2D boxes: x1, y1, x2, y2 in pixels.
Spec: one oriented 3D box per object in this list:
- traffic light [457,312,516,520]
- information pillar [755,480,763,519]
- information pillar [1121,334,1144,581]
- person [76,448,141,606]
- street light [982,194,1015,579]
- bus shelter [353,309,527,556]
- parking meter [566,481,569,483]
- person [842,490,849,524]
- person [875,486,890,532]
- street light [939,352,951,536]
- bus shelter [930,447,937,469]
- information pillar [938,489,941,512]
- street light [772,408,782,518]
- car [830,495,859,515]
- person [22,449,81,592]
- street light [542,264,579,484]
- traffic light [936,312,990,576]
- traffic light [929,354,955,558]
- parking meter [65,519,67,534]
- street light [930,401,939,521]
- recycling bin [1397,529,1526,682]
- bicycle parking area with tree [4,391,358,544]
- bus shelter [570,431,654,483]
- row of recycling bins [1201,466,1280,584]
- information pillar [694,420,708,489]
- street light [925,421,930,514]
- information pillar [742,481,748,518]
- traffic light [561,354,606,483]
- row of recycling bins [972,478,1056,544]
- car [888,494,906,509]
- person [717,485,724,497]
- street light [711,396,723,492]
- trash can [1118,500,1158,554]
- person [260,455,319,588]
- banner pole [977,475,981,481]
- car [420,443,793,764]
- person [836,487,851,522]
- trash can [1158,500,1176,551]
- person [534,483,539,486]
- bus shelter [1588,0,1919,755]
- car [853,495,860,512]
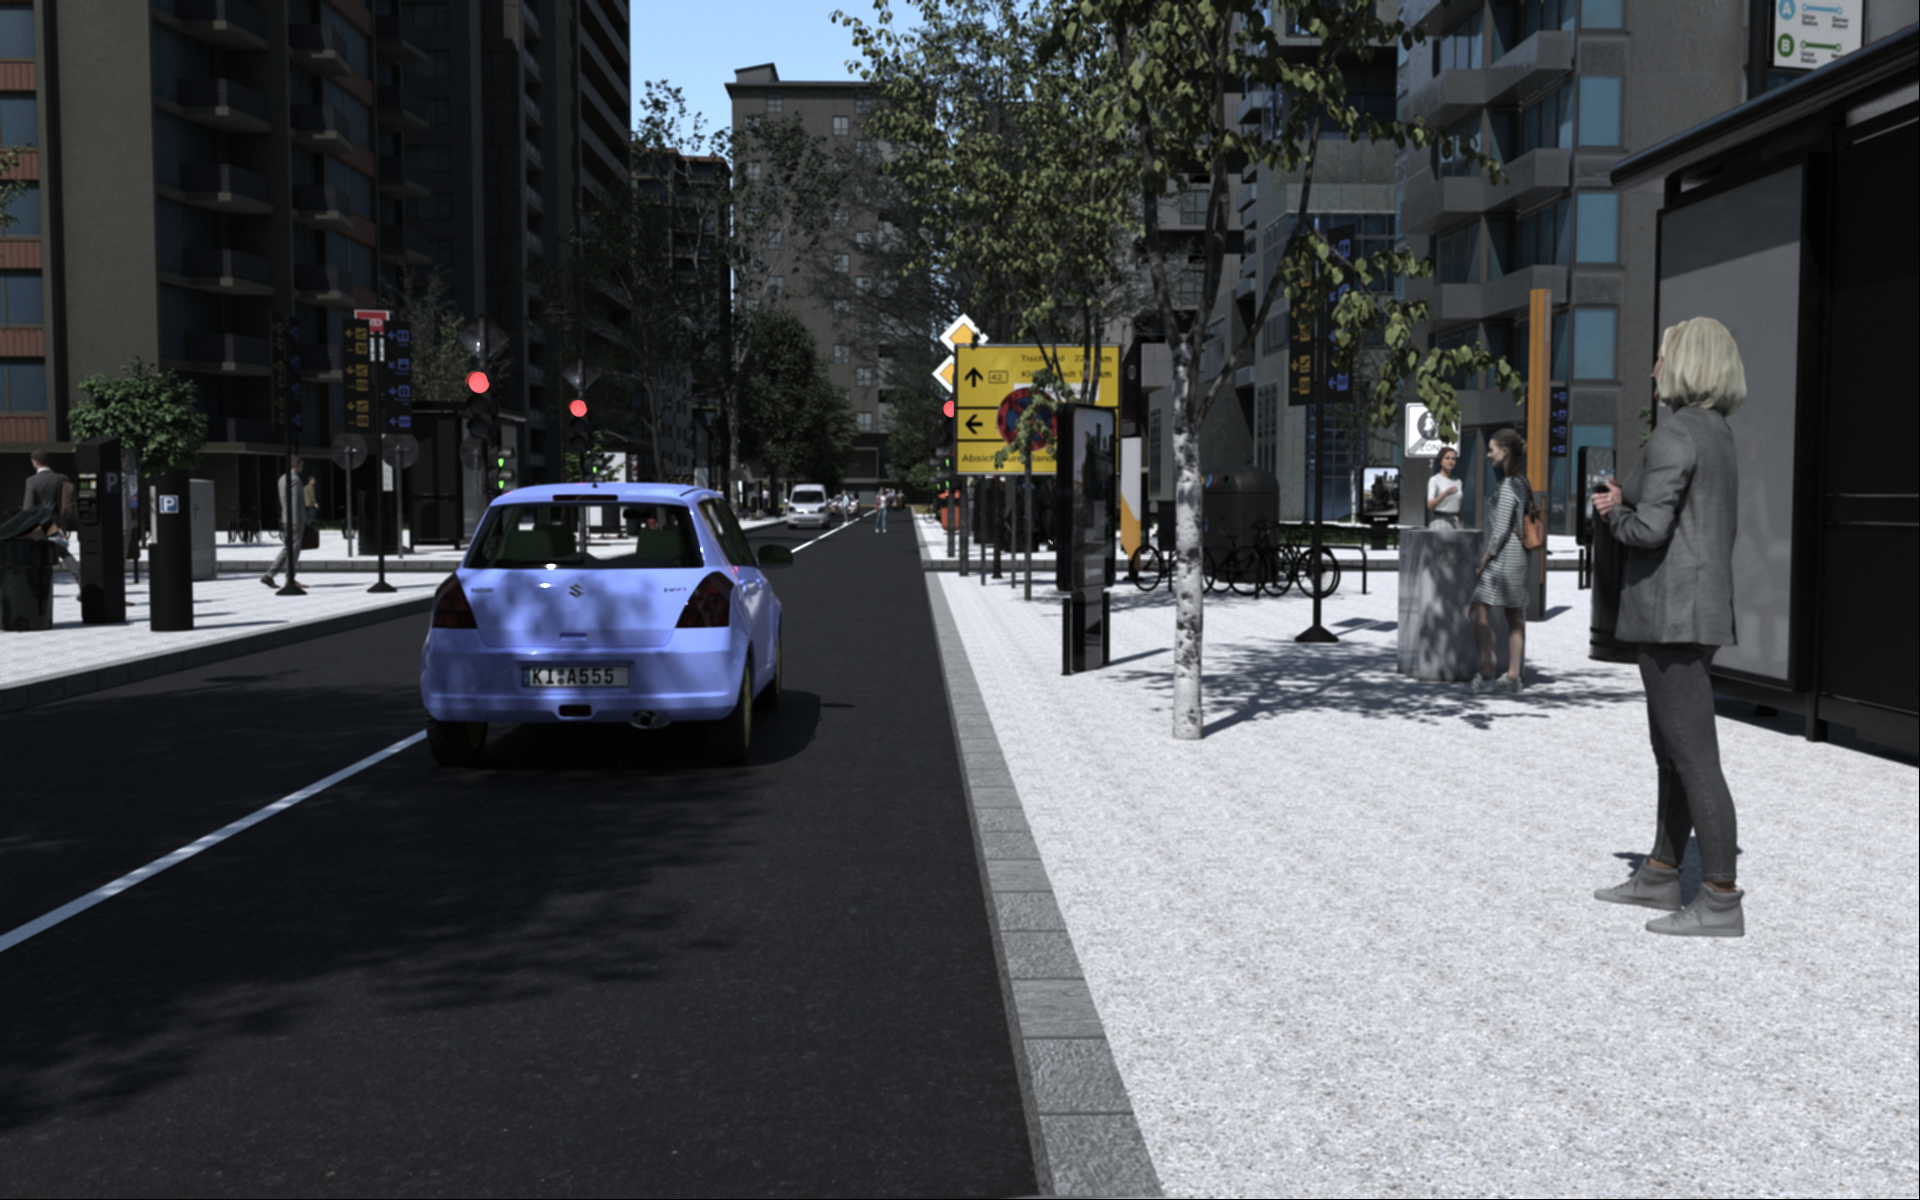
[{"bbox_3d":[-7.315,-2.311,26.700,0.839,4.253,0.868,0,4,-2],"label":"traffic light"},{"bbox_3d":[-10.433,-5.217,89.786,0.304,2.012,0.304,3,5,45],"label":"information pillar"},{"bbox_3d":[2.532,-2.092,25.566,0.183,3.616,0.504,-1,4,-22],"label":"information pillar"},{"bbox_3d":[-9.621,-0.830,19.739,0.709,1.813,0.853,2,4,30],"label":"person"},{"bbox_3d":[0.565,-3.262,26.119,0.468,5.910,1.993,0,4,-2],"label":"street light"},{"bbox_3d":[-12.114,-3.833,40.303,2.179,5.291,8.768,0,4,-2],"label":"bus shelter"},{"bbox_3d":[-12.873,-3.166,57.479,0.399,1.863,0.255,3,5,39],"label":"parking meter"},{"bbox_3d":[-5.434,-4.391,82.107,0.330,1.601,0.589,-1,4,-9],"label":"person"},{"bbox_3d":[-2.913,-3.398,64.887,0.563,1.720,0.643,-1,4,-10],"label":"person"},{"bbox_3d":[-0.297,-4.886,52.669,0.468,5.910,1.993,0,4,-2],"label":"street light"},{"bbox_3d":[-0.667,-6.019,89.700,1.731,3.624,6.357,0,4,-2],"label":"bus shelter"},{"bbox_3d":[-0.957,-4.963,85.642,0.304,2.012,0.304,0,4,2],"label":"information pillar"},{"bbox_3d":[-9.669,-7.274,91.716,0.468,5.910,1.993,0,4,-2],"label":"street light"},{"bbox_3d":[-8.050,-6.611,120.448,2.083,1.381,4.827,0,4,-2],"label":"car"},{"bbox_3d":[-11.265,-0.944,21.442,0.822,1.834,0.622,1,4,22],"label":"person"},{"bbox_3d":[-8.018,-3.800,34.912,0.468,5.910,1.993,0,4,-2],"label":"street light"},{"bbox_3d":[0.042,-2.325,26.935,0.839,4.253,0.868,0,4,-2],"label":"traffic light"},{"bbox_3d":[-0.196,-2.813,34.916,0.839,4.253,0.868,0,4,-2],"label":"traffic light"},{"bbox_3d":[-19.101,-1.725,36.614,0.372,1.533,0.369,0,3,0],"label":"parking meter"},{"bbox_3d":[-1.050,-6.623,81.073,0.468,5.910,1.993,0,4,-2],"label":"street light"},{"bbox_3d":[3.509,0.025,12.148,0.722,1.027,0.722,0,4,1],"label":"recycling bin"},{"bbox_3d":[-20.957,-3.704,47.571,8.231,4.147,9.016,1,4,9],"label":"bicycle parking area with tree"},{"bbox_3d":[-11.558,-3.937,58.297,2.014,3.302,5.546,0,4,-2],"label":"bus shelter"},{"bbox_3d":[4.180,-1.187,26.517,1.069,1.692,3.534,0,4,-2],"label":"row of recycling bins"},{"bbox_3d":[-8.199,-3.883,54.848,0.504,3.616,0.183,-3,5,-44],"label":"information pillar"},{"bbox_3d":[-1.975,-8.373,109.692,0.468,5.910,1.993,0,4,-2],"label":"street light"},{"bbox_3d":[-11.773,-5.524,94.809,0.304,2.012,0.304,0,4,-1],"label":"information pillar"},{"bbox_3d":[-7.553,-2.799,34.682,0.839,4.253,0.868,0,4,-2],"label":"traffic light"},{"bbox_3d":[2.010,-2.319,45.021,3.534,1.692,1.069,-1,4,-23],"label":"row of recycling bins"},{"bbox_3d":[-6.261,-9.865,171.086,2.009,1.686,4.222,0,4,-1],"label":"car"},{"bbox_3d":[-12.590,-5.065,89.529,0.731,1.740,0.598,-2,4,-31],"label":"person"},{"bbox_3d":[-8.948,-5.537,63.311,0.468,5.910,1.993,0,4,-2],"label":"street light"},{"bbox_3d":[3.748,-1.553,37.053,0.748,1.137,0.748,0,3,0],"label":"trash can"},{"bbox_3d":[-9.079,-1.066,23.591,0.853,1.813,0.709,-3,5,-42],"label":"person"},{"bbox_3d":[1.096,-6.419,94.961,0.401,3.779,0.863,2,4,33],"label":"banner pole"},{"bbox_3d":[-2.005,-0.055,10.499,1.945,1.707,3.694,0,4,-2],"label":"car"},{"bbox_3d":[-5.981,-4.947,89.509,0.853,1.813,0.709,3,5,45],"label":"person"},{"bbox_3d":[4.757,-1.673,38.999,0.748,1.137,0.748,0,3,0],"label":"trash can"},{"bbox_3d":[-19.146,-4.422,78.519,0.728,1.800,0.709,3,5,42],"label":"person"},{"bbox_3d":[5.186,-1.937,9.307,2.179,5.291,8.768,0,4,-2],"label":"bus shelter"},{"bbox_3d":[-8.851,-7.616,137.095,1.945,1.354,3.894,0,4,-1],"label":"car"}]
